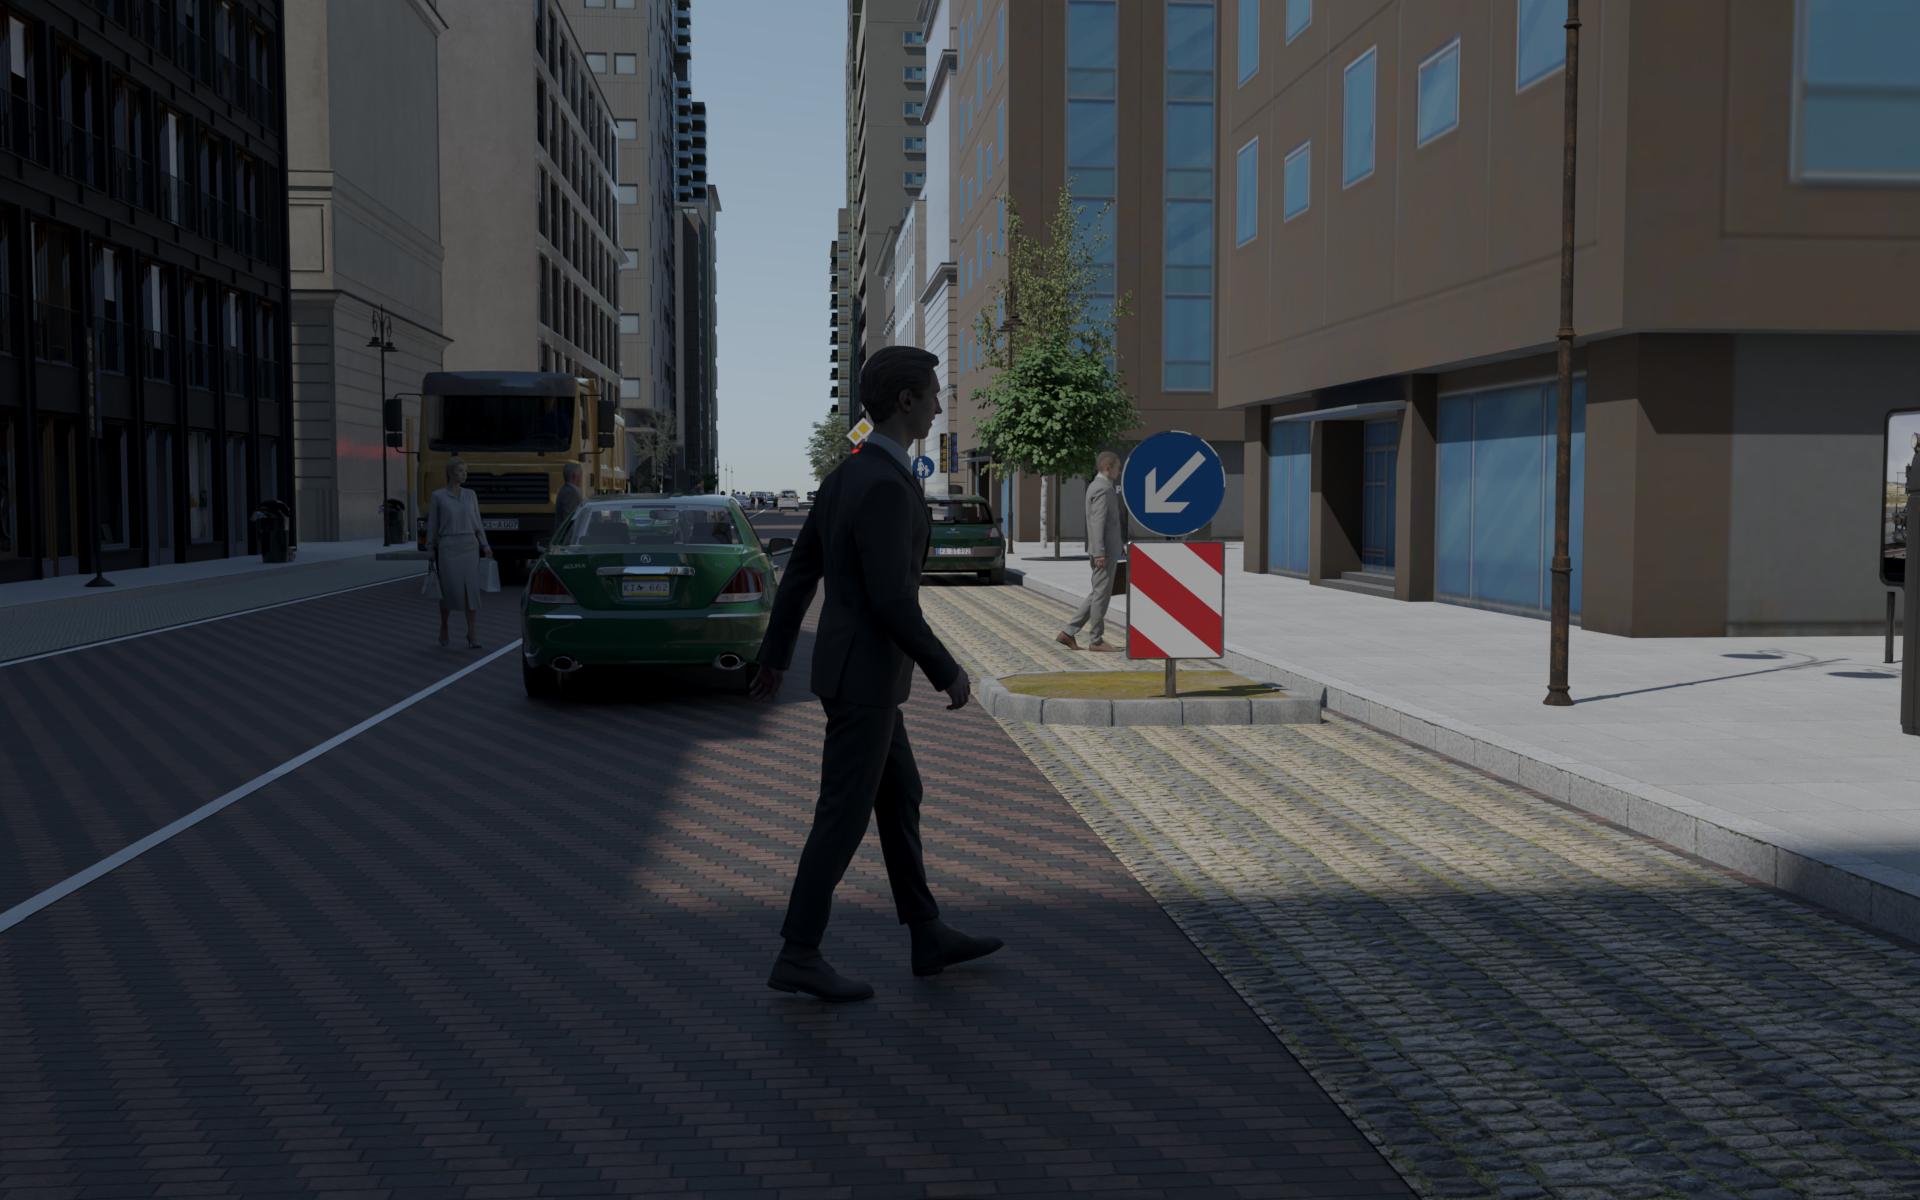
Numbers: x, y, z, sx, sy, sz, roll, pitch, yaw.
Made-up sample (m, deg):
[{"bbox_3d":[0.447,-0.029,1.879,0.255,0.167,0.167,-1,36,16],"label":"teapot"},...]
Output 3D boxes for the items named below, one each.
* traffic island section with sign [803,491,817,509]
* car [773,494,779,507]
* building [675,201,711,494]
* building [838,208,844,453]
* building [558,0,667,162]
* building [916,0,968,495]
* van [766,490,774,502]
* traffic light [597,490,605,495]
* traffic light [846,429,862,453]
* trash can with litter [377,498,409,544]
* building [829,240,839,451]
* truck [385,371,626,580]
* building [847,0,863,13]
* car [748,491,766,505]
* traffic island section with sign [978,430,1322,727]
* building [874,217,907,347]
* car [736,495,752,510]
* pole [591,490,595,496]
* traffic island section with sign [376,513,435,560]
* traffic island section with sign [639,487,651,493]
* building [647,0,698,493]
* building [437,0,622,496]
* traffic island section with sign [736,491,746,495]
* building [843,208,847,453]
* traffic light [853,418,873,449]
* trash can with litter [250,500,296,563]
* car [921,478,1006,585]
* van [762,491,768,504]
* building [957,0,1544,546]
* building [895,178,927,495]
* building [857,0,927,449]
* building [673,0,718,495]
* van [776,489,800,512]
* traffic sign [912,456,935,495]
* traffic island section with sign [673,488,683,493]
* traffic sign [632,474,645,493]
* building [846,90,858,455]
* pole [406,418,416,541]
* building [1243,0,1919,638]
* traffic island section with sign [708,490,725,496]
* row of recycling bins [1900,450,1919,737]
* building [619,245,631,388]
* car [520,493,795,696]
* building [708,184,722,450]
[{"bbox_3d":[-16.676,-11.565,197.714,1.989,1.847,2.006,0,4,-5],"label":"traffic island section with sign"},{"bbox_3d":[-20.053,-11.358,194.497,1.959,1.807,4.718,0,4,-4],"label":"car"},{"bbox_3d":[-41.459,-33.754,235.473,14.154,41.232,14.086,0,4,-5],"label":"building"},{"bbox_3d":[-10.594,-34.637,249.902,14.154,41.232,14.086,0,4,-5],"label":"building"},{"bbox_3d":[-40.872,-34.752,157.426,28.713,52.752,27.495,0,4,-5],"label":"building"},{"bbox_3d":[8.501,-17.954,79.456,20.117,28.700,13.634,0,4,-5],"label":"building"},{"bbox_3d":[-30.811,-16.706,280.158,2.013,2.044,4.112,0,4,-6],"label":"van"},{"bbox_3d":[-14.732,-5.000,70.676,0.839,4.253,0.868,0,4,-5],"label":"traffic light"},{"bbox_3d":[-4.320,-5.062,71.686,0.839,4.253,0.868,0,4,-5],"label":"traffic light"},{"bbox_3d":[-14.574,-2.033,44.624,0.624,1.170,1.055,0,4,-5],"label":"trash can with litter"},{"bbox_3d":[-10.832,-38.982,291.972,22.147,44.769,28.867,0,4,-5],"label":"building"},{"bbox_3d":[-7.521,-2.110,30.421,3.469,3.379,9.791,0,4,-7],"label":"truck"},{"bbox_3d":[-5.299,-47.252,210.828,20.563,71.187,20.611,0,4,-5],"label":"building"},{"bbox_3d":[-25.773,-12.894,219.496,2.281,1.827,5.304,0,4,-6],"label":"car"},{"bbox_3d":[1.156,-0.180,11.565,1.989,1.847,2.006,0,4,-5],"label":"traffic island section with sign"},{"bbox_3d":[-0.964,-16.883,126.941,10.553,20.767,40.483,0,4,-5],"label":"building"},{"bbox_3d":[-19.990,-8.885,157.631,2.083,1.381,4.827,0,4,-7],"label":"car"},{"bbox_3d":[-18.530,-5.723,87.407,0.158,3.312,0.155,0,3,0],"label":"pole"},{"bbox_3d":[-11.648,-1.808,38.194,1.989,1.847,2.006,0,4,-5],"label":"traffic island section with sign"},{"bbox_3d":[-16.943,-5.190,93.478,1.989,1.847,2.006,0,4,-5],"label":"traffic island section with sign"},{"bbox_3d":[-38.291,-45.442,181.227,20.563,71.187,20.611,0,4,-5],"label":"building"},{"bbox_3d":[-28.453,-17.247,86.510,19.350,26.468,34.151,0,4,-5],"label":"building"},{"bbox_3d":[-34.657,-16.490,278.230,1.989,1.847,2.006,0,4,-5],"label":"traffic island section with sign"},{"bbox_3d":[-5.482,-31.205,193.793,14.154,41.232,14.086,0,4,-5],"label":"building"},{"bbox_3d":[-3.558,-4.576,63.737,0.839,4.253,0.868,0,4,-5],"label":"traffic light"},{"bbox_3d":[-12.846,-1.290,32.477,0.624,1.170,1.055,0,4,-8],"label":"trash can with litter"},{"bbox_3d":[-0.239,-1.143,28.480,2.009,1.686,4.222,0,4,-4],"label":"car"},{"bbox_3d":[-27.801,-14.372,241.994,2.013,2.044,4.112,0,4,-5],"label":"van"},{"bbox_3d":[7.447,-24.561,51.691,14.600,45.320,14.200,0,4,-5],"label":"building"},{"bbox_3d":[2.014,-14.908,98.491,10.420,20.320,16.860,0,4,-5],"label":"building"},{"bbox_3d":[1.473,-32.905,161.700,21.300,48.544,21.600,0,4,-5],"label":"building"},{"bbox_3d":[-47.141,-57.712,256.255,22.319,86.520,31.000,0,4,-5],"label":"building"},{"bbox_3d":[-14.158,-8.295,142.642,2.013,2.044,4.112,0,4,-7],"label":"van"},{"bbox_3d":[-1.213,-3.503,57.385,0.768,2.556,0.104,0,4,4],"label":"traffic sign"},{"bbox_3d":[-19.538,-6.839,120.440,1.989,1.847,2.006,0,4,-5],"label":"traffic island section with sign"},{"bbox_3d":[-19.993,-6.579,107.667,0.768,2.556,0.104,0,4,-5],"label":"traffic sign"},{"bbox_3d":[-4.190,-30.317,179.273,14.154,41.232,14.086,0,4,-5],"label":"building"},{"bbox_3d":[-14.849,-3.241,46.833,0.158,3.312,0.155,0,3,0],"label":"pole"},{"bbox_3d":[11.853,-22.702,21.293,14.600,45.320,14.200,0,4,-5],"label":"building"},{"bbox_3d":[-24.160,-9.790,168.698,1.989,1.847,2.006,0,4,-5],"label":"traffic island section with sign"},{"bbox_3d":[6.810,-0.132,9.276,3.534,1.692,1.069,-1,4,-10],"label":"row of recycling bins"},{"bbox_3d":[-28.529,-17.015,114.346,11.583,22.565,21.152,0,4,-5],"label":"building"},{"bbox_3d":[-2.367,-0.124,13.820,2.131,1.459,4.920,0,4,-7],"label":"car"},{"bbox_3d":[-54.033,-42.613,285.954,28.713,52.752,27.495,0,4,-5],"label":"building"}]
